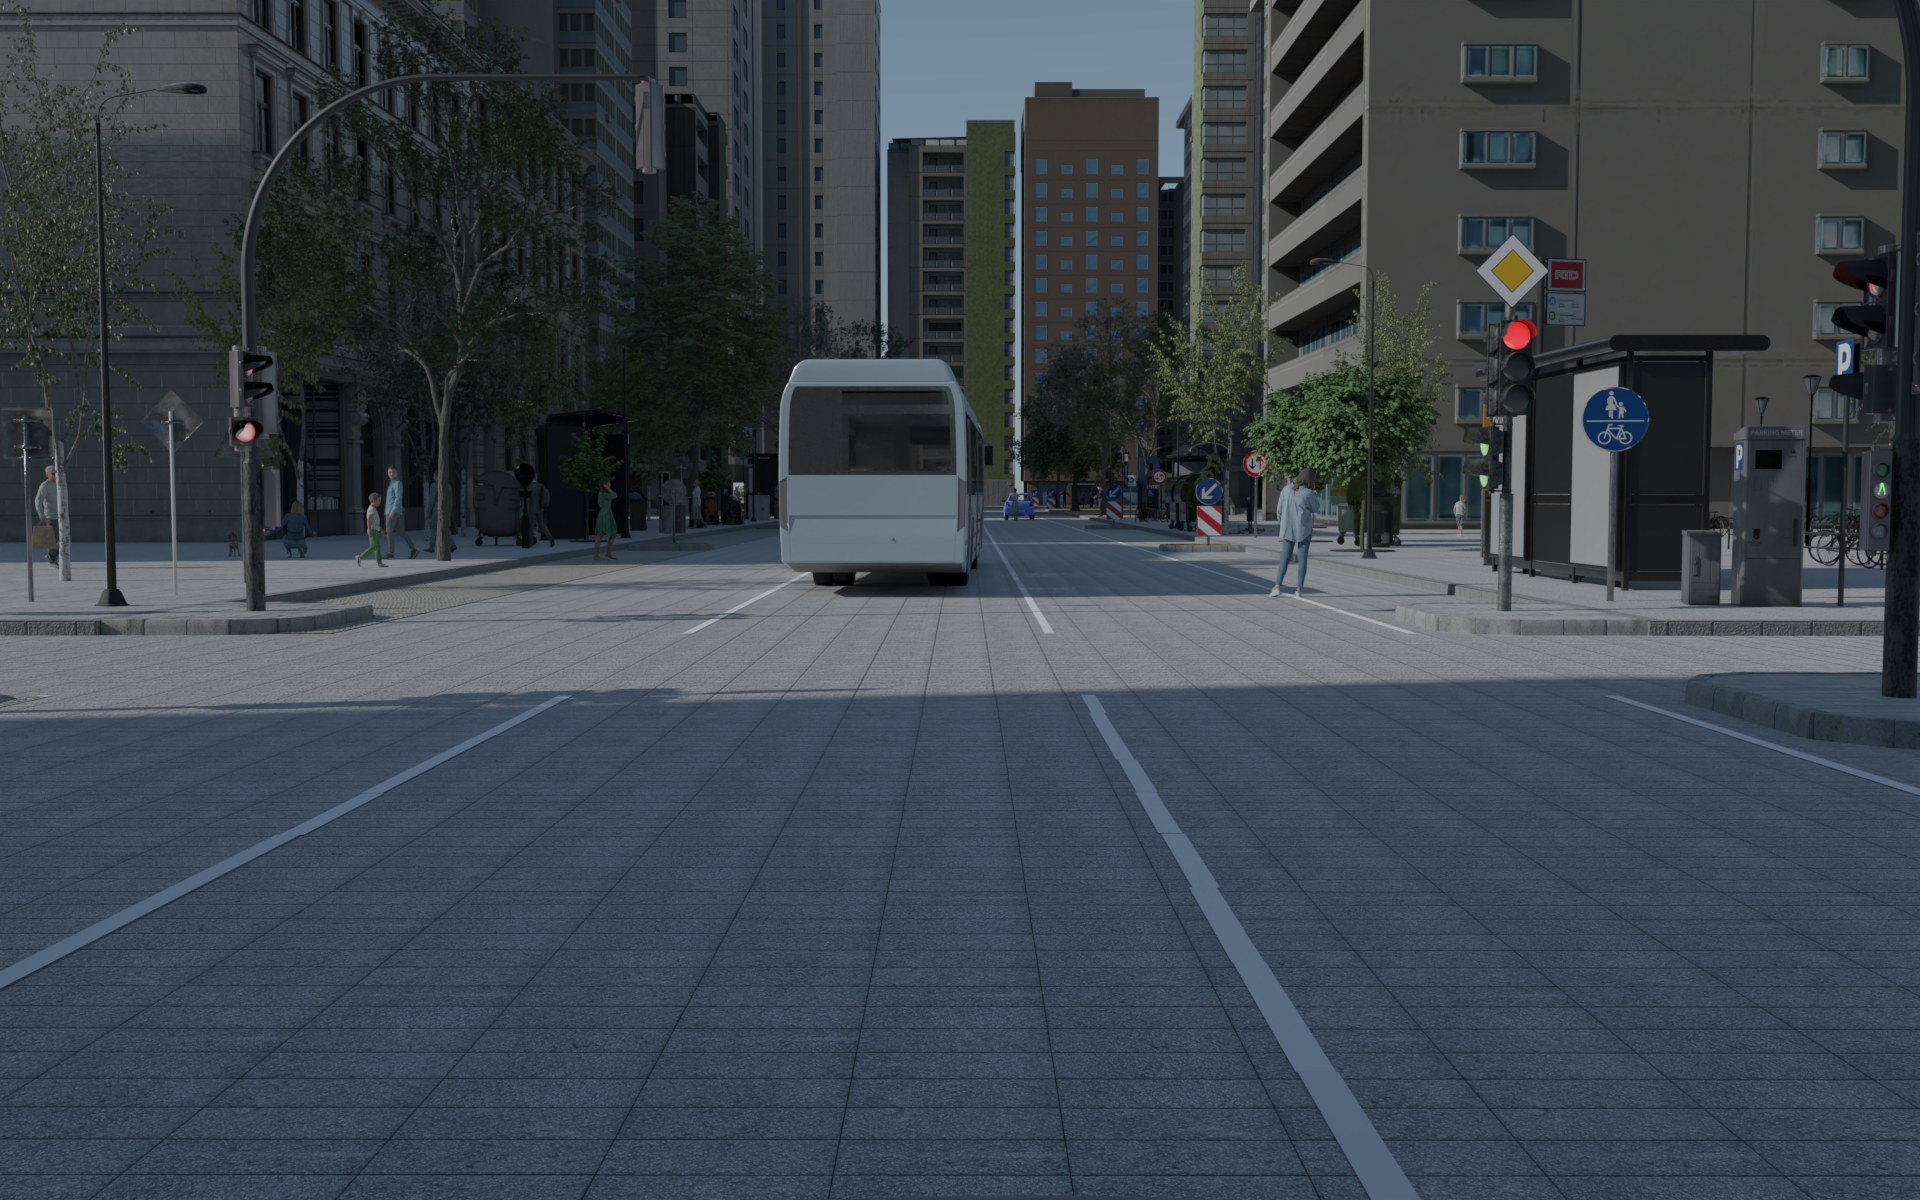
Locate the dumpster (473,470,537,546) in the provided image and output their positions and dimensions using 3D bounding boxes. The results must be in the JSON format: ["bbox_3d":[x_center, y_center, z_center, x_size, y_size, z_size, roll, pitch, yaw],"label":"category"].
[{"bbox_3d":[-11.313,-2.286,43.135,1.264,1.857,1.865,0,4,0],"label":"dumpster"}]

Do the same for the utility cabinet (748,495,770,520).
[{"bbox_3d":[-9.769,-4.467,84.189,1.020,1.237,0.306,0,4,-6],"label":"utility cabinet"}]

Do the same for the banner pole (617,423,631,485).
[{"bbox_3d":[-11.516,-4.232,59.215,0.401,3.779,0.863,2,4,28],"label":"banner pole"}]

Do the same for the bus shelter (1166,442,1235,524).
[{"bbox_3d":[9.611,-4.631,69.645,2.014,3.302,5.546,0,3,0],"label":"bus shelter"}]

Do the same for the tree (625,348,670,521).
[{"bbox_3d":[-15.101,-7.504,73.046,4.737,8.622,4.395,0,3,0],"label":"tree"}]

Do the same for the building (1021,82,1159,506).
[{"bbox_3d":[14.021,-33.128,191.748,14.200,45.320,14.600,0,4,0],"label":"building"}]

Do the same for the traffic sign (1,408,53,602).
[{"bbox_3d":[-11.056,-1.127,20.554,0.606,2.300,0.079,0,4,1],"label":"traffic sign"}]

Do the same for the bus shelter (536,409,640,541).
[{"bbox_3d":[-10.830,-3.643,50.852,1.731,3.624,6.357,0,4,0],"label":"bus shelter"}]

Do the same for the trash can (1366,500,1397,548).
[{"bbox_3d":[10.086,-1.828,41.540,0.748,1.137,0.748,0,3,0],"label":"trash can"}]

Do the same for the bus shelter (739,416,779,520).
[{"bbox_3d":[-10.094,-6.884,90.181,2.179,5.291,8.768,0,4,0],"label":"bus shelter"}]

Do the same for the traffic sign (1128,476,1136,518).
[{"bbox_3d":[9.308,-5.650,94.504,0.606,2.300,0.079,0,4,1],"label":"traffic sign"}]

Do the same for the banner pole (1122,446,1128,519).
[{"bbox_3d":[8.617,-6.156,90.674,0.401,3.779,0.863,-1,4,-20],"label":"banner pole"}]

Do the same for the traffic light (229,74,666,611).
[{"bbox_3d":[-5.619,-2.707,18.926,4.771,5.953,1.251,0,4,0],"label":"traffic light"}]

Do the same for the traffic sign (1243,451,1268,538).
[{"bbox_3d":[8.641,-3.086,50.554,0.768,2.556,0.104,1,4,10],"label":"traffic sign"}]

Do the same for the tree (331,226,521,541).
[{"bbox_3d":[-14.723,-5.900,46.829,4.360,8.622,3.978,0,3,0],"label":"tree"}]

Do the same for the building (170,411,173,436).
[{"bbox_3d":[-53.014,-37.220,150.538,28.212,58.520,21.231,0,4,0],"label":"building"}]

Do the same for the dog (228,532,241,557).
[{"bbox_3d":[-14.964,-1.153,35.690,0.540,0.507,0.406,2,4,33],"label":"dog"}]

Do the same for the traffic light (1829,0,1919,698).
[{"bbox_3d":[3.839,-2.207,10.758,4.771,5.953,1.251,0,4,0],"label":"traffic light"}]

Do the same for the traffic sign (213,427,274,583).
[{"bbox_3d":[-10.306,-1.524,24.924,0.884,2.594,0.081,0,4,3],"label":"traffic sign"}]

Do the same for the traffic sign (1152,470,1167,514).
[{"bbox_3d":[10.369,-5.507,90.139,0.768,2.556,0.104,0,4,1],"label":"traffic sign"}]

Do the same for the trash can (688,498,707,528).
[{"bbox_3d":[-9.864,-3.263,65.000,0.748,1.137,0.748,0,3,0],"label":"trash can"}]

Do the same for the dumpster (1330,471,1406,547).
[{"bbox_3d":[10.139,-2.477,43.000,1.502,2.255,1.985,0,4,0],"label":"dumpster"}]

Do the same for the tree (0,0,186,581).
[{"bbox_3d":[-13.211,-4.569,25.061,4.360,8.622,3.978,0,3,0],"label":"tree"}]

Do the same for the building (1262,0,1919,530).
[{"bbox_3d":[25.168,-27.377,71.311,21.300,48.544,21.600,0,4,0],"label":"building"}]

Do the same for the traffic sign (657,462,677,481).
[{"bbox_3d":[-11.880,-4.301,70.318,0.884,2.594,0.081,0,4,4],"label":"traffic sign"}]

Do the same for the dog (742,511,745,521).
[{"bbox_3d":[-10.237,-3.954,81.478,0.540,0.507,0.406,3,5,41],"label":"dog"}]

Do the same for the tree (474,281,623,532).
[{"bbox_3d":[-14.729,-6.650,59.091,4.737,8.622,4.395,0,3,0],"label":"tree"}]

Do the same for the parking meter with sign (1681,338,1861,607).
[{"bbox_3d":[9.246,-1.441,19.824,1.738,3.016,0.543,1,4,9],"label":"parking meter with sign"}]

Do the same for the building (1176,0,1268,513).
[{"bbox_3d":[32.294,-27.992,149.546,32.217,40.220,23.993,0,4,0],"label":"building"}]

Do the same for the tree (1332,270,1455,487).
[{"bbox_3d":[14.220,-6.480,56.310,4.737,8.622,4.395,0,3,0],"label":"tree"}]

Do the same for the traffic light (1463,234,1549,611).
[{"bbox_3d":[5.950,-1.832,18.879,0.839,4.253,0.868,0,4,0],"label":"traffic light"}]

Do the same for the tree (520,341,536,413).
[{"bbox_3d":[-15.061,-6.252,52.586,4.360,8.622,3.978,0,3,0],"label":"tree"}]

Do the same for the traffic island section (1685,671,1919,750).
[{"bbox_3d":[5.971,0.690,11.008,2.009,0.180,2.903,0,4,0],"label":"traffic island section"}]

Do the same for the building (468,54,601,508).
[{"bbox_3d":[-23.951,-14.749,77.303,11.583,22.565,21.152,0,4,0],"label":"building"}]

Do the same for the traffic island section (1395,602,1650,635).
[{"bbox_3d":[5.990,0.201,18.993,2.009,0.180,2.903,0,4,0],"label":"traffic island section"}]

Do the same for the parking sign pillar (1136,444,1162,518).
[{"bbox_3d":[10.136,-6.357,92.415,1.447,3.967,1.447,0,3,0],"label":"parking sign pillar"}]

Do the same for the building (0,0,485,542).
[{"bbox_3d":[-23.177,-11.969,46.596,10.553,20.767,40.483,0,4,0],"label":"building"}]

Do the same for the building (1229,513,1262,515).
[{"bbox_3d":[32.635,-25.620,110.768,32.217,40.220,23.993,0,4,0],"label":"building"}]

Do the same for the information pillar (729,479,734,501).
[{"bbox_3d":[-10.948,-4.768,82.446,0.304,2.012,0.304,0,4,2],"label":"information pillar"}]

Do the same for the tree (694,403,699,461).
[{"bbox_3d":[-14.932,-8.118,83.095,4.737,8.622,4.395,0,3,0],"label":"tree"}]

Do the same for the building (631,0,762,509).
[{"bbox_3d":[-28.603,-43.538,150.101,20.611,71.187,20.563,0,4,0],"label":"building"}]

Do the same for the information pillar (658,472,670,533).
[{"bbox_3d":[-9.729,-3.214,57.040,0.304,2.012,0.304,-2,4,-29],"label":"information pillar"}]

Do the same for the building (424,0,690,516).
[{"bbox_3d":[-33.347,-25.327,105.978,32.217,40.220,23.993,0,4,0],"label":"building"}]

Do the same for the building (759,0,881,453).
[{"bbox_3d":[-23.080,-39.958,195.314,28.212,58.520,21.231,0,4,0],"label":"building"}]

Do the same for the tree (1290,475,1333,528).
[{"bbox_3d":[13.288,-4.322,65.269,1.663,3.219,1.824,0,3,0],"label":"tree"}]

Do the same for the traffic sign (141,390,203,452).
[{"bbox_3d":[-9.975,-1.358,21.943,0.795,2.593,0.064,0,4,2],"label":"traffic sign"}]

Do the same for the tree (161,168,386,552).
[{"bbox_3d":[-14.858,-5.371,38.178,4.737,8.622,4.395,0,3,0],"label":"tree"}]

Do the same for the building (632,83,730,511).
[{"bbox_3d":[-24.666,-21.633,125.405,14.160,30.474,14.107,0,4,0],"label":"building"}]

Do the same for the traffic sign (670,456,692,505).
[{"bbox_3d":[-9.393,-3.563,58.354,0.768,2.556,0.104,0,4,7],"label":"traffic sign"}]

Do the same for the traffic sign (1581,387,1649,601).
[{"bbox_3d":[7.793,-1.258,20.677,0.768,2.556,0.104,1,4,9],"label":"traffic sign"}]

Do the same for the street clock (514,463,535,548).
[{"bbox_3d":[-10.253,-2.219,40.852,0.471,2.002,0.358,-1,4,-11],"label":"street clock"}]

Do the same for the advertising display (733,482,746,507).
[{"bbox_3d":[-11.902,-5.355,92.770,0.974,1.923,0.123,2,4,32],"label":"advertising display"}]

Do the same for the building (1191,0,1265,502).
[{"bbox_3d":[24.283,-27.323,130.319,14.154,41.232,14.086,0,4,0],"label":"building"}]

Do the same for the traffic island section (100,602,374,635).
[{"bbox_3d":[-7.751,0.199,19.031,2.009,0.180,2.903,0,4,0],"label":"traffic island section"}]

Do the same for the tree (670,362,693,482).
[{"bbox_3d":[-15.130,-7.789,77.712,4.737,8.622,4.395,0,3,0],"label":"tree"}]

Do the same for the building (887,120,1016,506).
[{"bbox_3d":[-1.000,-31.134,192.639,14.086,41.232,14.154,0,4,0],"label":"building"}]

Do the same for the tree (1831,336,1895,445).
[{"bbox_3d":[30.446,-6.417,55.274,4.360,8.622,3.978,0,3,0],"label":"tree"}]

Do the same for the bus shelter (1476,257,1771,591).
[{"bbox_3d":[9.601,-3.024,27.077,2.179,5.291,8.768,0,4,0],"label":"bus shelter"}]

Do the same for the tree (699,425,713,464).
[{"bbox_3d":[-14.712,-8.479,89.000,4.737,8.622,4.395,0,3,0],"label":"tree"}]
